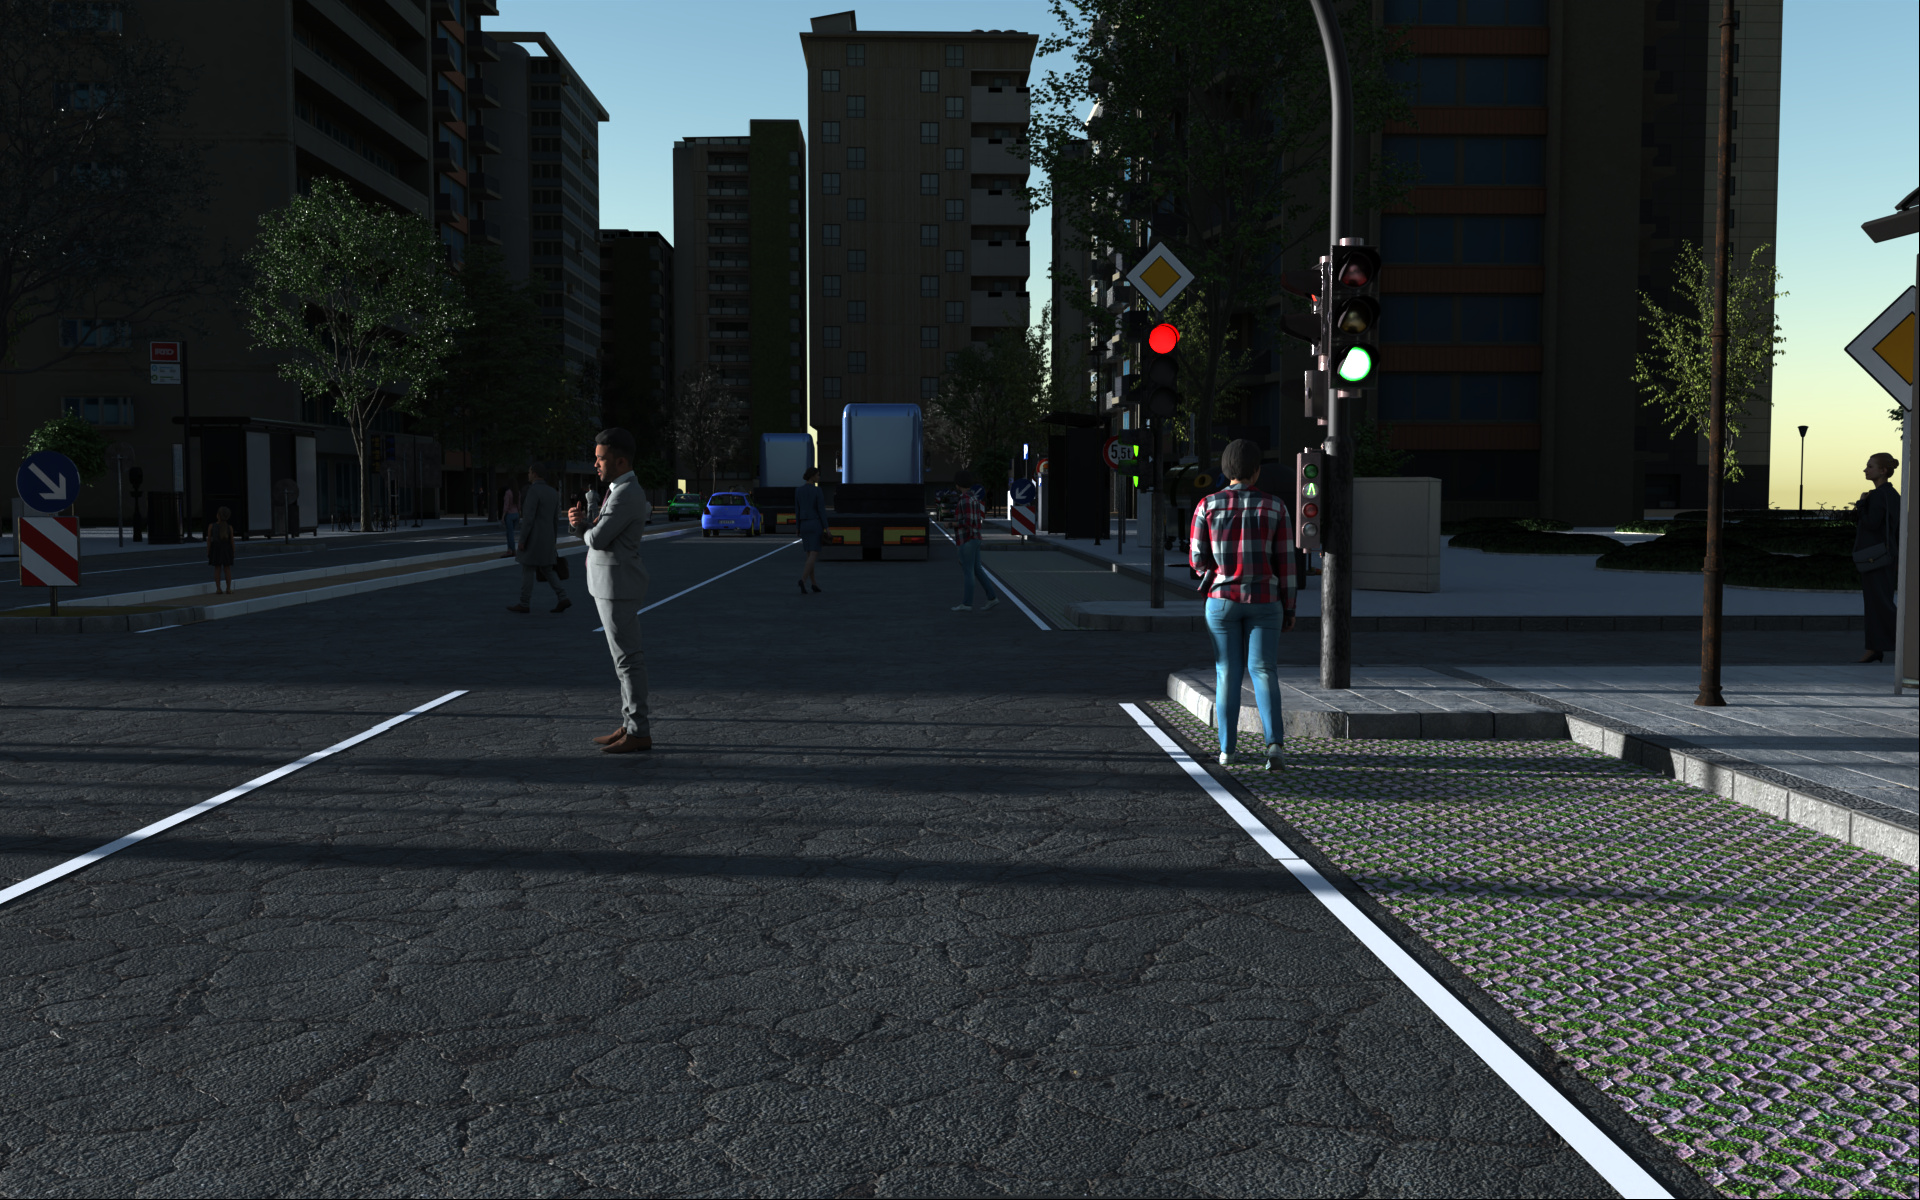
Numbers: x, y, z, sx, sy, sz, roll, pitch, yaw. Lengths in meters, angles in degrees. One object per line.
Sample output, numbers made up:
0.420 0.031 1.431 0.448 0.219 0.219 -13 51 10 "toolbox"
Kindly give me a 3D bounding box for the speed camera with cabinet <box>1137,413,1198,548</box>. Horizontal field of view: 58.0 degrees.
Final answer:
5.239 -2.912 41.943 2.038 3.252 0.660 -3 4 -36 "speed camera with cabinet"

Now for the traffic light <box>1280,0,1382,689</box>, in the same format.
0.376 -2.234 11.192 4.771 5.953 1.251 0 4 -2 "traffic light"

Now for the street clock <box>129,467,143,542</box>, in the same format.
-22.093 -2.563 46.476 0.358 2.002 0.471 -1 4 -10 "street clock"

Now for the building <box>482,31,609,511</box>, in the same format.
-42.951 -27.734 145.339 23.993 40.220 32.217 0 4 -2 "building"

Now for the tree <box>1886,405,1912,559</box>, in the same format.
22.203 -3.330 38.152 4.285 4.588 4.351 0 3 0 "tree"

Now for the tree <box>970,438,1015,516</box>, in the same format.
2.270 -7.241 102.109 4.285 4.588 4.351 0 3 0 "tree"

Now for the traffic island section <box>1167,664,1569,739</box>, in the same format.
2.504 0.658 11.517 2.009 0.180 2.903 0 4 -2 "traffic island section"

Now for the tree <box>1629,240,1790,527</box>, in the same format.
21.346 -6.024 48.863 4.737 8.622 4.395 0 3 0 "tree"

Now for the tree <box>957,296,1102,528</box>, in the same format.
3.151 -6.991 64.671 4.737 8.622 4.395 0 3 0 "tree"

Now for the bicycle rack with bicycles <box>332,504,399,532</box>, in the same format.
-20.692 -2.878 60.433 2.852 0.926 2.925 -1 4 -12 "bicycle rack with bicycles"

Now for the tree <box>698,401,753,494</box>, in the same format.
-23.638 -14.300 168.222 7.601 10.594 8.767 -1 4 -17 "tree"

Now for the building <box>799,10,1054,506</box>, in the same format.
-3.654 -37.276 198.697 27.495 52.752 28.713 0 4 -2 "building"

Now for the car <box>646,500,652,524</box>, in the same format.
-15.723 -4.263 82.055 2.083 1.381 4.827 0 4 -2 "car"

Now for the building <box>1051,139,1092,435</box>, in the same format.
17.687 -31.196 193.651 14.086 41.232 14.154 0 4 -2 "building"

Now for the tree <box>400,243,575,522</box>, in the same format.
-21.562 -9.852 79.205 7.486 12.596 7.792 0 3 0 "tree"

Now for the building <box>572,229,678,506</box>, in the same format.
-39.097 -25.691 191.750 14.107 30.474 14.160 0 4 -2 "building"

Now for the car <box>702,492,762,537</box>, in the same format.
-7.716 -3.008 58.773 1.945 1.707 3.694 0 4 -1 "car"

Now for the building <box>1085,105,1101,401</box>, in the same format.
24.330 -28.073 150.878 32.217 40.220 23.993 0 4 -2 "building"

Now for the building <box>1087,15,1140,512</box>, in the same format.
21.009 -30.808 123.313 23.786 49.044 30.456 0 4 -2 "building"

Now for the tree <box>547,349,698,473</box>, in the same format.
-22.183 -10.797 110.950 8.767 10.594 7.601 -1 4 -21 "tree"

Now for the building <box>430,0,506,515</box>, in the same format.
-41.163 -27.670 107.033 22.147 44.769 28.867 0 4 -2 "building"

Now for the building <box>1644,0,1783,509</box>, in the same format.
57.525 -43.738 153.373 20.611 71.187 20.563 0 4 -2 "building"

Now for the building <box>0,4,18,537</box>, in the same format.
-34.932 -24.057 43.447 14.600 45.320 14.200 0 4 -2 "building"

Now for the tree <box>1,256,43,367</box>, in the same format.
-25.169 -5.678 43.197 4.737 8.622 4.395 0 3 0 "tree"

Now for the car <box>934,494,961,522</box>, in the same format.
-0.329 -4.992 91.405 2.009 1.686 4.222 0 4 -3 "car"

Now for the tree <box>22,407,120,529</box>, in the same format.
-33.199 -4.949 64.623 4.285 4.588 4.351 0 3 0 "tree"

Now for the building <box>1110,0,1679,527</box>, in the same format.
18.740 -25.963 79.122 22.147 44.769 28.867 0 4 -2 "building"

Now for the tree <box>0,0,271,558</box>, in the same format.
-19.685 -7.598 34.603 12.009 13.543 11.850 0 3 0 "tree"

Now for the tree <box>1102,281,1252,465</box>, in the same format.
7.025 -6.336 53.959 4.737 8.622 4.395 0 3 0 "tree"

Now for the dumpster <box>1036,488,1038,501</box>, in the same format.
4.186 -4.502 79.368 1.264 1.857 1.865 0 4 -2 "dumpster"

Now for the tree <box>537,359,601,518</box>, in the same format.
-21.667 -8.785 94.000 4.737 8.622 4.395 0 3 0 "tree"

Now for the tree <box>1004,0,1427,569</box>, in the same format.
4.353 -6.369 29.891 9.928 11.665 9.643 0 3 0 "tree"

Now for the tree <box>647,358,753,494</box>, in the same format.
-23.668 -15.059 156.583 12.009 13.543 11.850 0 3 0 "tree"

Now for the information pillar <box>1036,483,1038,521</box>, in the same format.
3.711 -4.709 81.482 0.304 2.012 0.304 0 4 4 "information pillar"

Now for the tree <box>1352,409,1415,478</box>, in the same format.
9.304 -2.764 39.786 1.663 3.219 1.824 0 3 0 "tree"

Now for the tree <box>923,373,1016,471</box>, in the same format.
0.532 -15.743 167.763 12.009 13.543 11.850 0 3 0 "tree"

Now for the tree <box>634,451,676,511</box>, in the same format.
-23.555 -9.141 133.173 4.285 4.588 4.351 0 3 0 "tree"

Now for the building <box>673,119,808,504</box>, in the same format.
-24.232 -31.108 192.213 14.086 41.232 14.154 0 4 -2 "building"

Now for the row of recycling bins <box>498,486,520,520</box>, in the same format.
-22.410 -4.835 86.160 1.069 1.692 3.534 -1 4 -18 "row of recycling bins"

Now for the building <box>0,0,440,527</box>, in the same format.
-37.005 -27.701 76.608 21.300 48.544 21.600 0 4 -2 "building"

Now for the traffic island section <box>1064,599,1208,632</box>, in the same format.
2.244 0.170 19.498 2.009 0.180 2.903 0 4 -2 "traffic island section"

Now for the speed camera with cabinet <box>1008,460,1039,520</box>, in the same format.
3.390 -5.587 85.688 2.038 3.252 0.660 -2 4 -27 "speed camera with cabinet"

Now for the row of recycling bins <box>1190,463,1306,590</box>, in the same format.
4.104 -1.075 24.688 1.069 1.692 3.534 0 4 -6 "row of recycling bins"

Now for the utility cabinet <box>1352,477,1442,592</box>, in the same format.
5.751 -0.866 22.844 0.318 1.500 1.173 -3 5 -42 "utility cabinet"

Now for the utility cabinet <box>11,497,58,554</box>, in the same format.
-19.503 -1.552 36.538 0.306 1.237 1.020 1 4 12 "utility cabinet"

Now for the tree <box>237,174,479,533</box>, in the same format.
-20.119 -8.079 57.850 9.928 11.665 9.643 0 3 0 "tree"

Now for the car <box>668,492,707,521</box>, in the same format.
-14.483 -5.107 92.300 1.959 1.807 4.718 0 4 -3 "car"

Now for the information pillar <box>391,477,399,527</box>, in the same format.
-22.227 -3.884 67.991 0.304 2.012 0.304 0 4 1 "information pillar"
